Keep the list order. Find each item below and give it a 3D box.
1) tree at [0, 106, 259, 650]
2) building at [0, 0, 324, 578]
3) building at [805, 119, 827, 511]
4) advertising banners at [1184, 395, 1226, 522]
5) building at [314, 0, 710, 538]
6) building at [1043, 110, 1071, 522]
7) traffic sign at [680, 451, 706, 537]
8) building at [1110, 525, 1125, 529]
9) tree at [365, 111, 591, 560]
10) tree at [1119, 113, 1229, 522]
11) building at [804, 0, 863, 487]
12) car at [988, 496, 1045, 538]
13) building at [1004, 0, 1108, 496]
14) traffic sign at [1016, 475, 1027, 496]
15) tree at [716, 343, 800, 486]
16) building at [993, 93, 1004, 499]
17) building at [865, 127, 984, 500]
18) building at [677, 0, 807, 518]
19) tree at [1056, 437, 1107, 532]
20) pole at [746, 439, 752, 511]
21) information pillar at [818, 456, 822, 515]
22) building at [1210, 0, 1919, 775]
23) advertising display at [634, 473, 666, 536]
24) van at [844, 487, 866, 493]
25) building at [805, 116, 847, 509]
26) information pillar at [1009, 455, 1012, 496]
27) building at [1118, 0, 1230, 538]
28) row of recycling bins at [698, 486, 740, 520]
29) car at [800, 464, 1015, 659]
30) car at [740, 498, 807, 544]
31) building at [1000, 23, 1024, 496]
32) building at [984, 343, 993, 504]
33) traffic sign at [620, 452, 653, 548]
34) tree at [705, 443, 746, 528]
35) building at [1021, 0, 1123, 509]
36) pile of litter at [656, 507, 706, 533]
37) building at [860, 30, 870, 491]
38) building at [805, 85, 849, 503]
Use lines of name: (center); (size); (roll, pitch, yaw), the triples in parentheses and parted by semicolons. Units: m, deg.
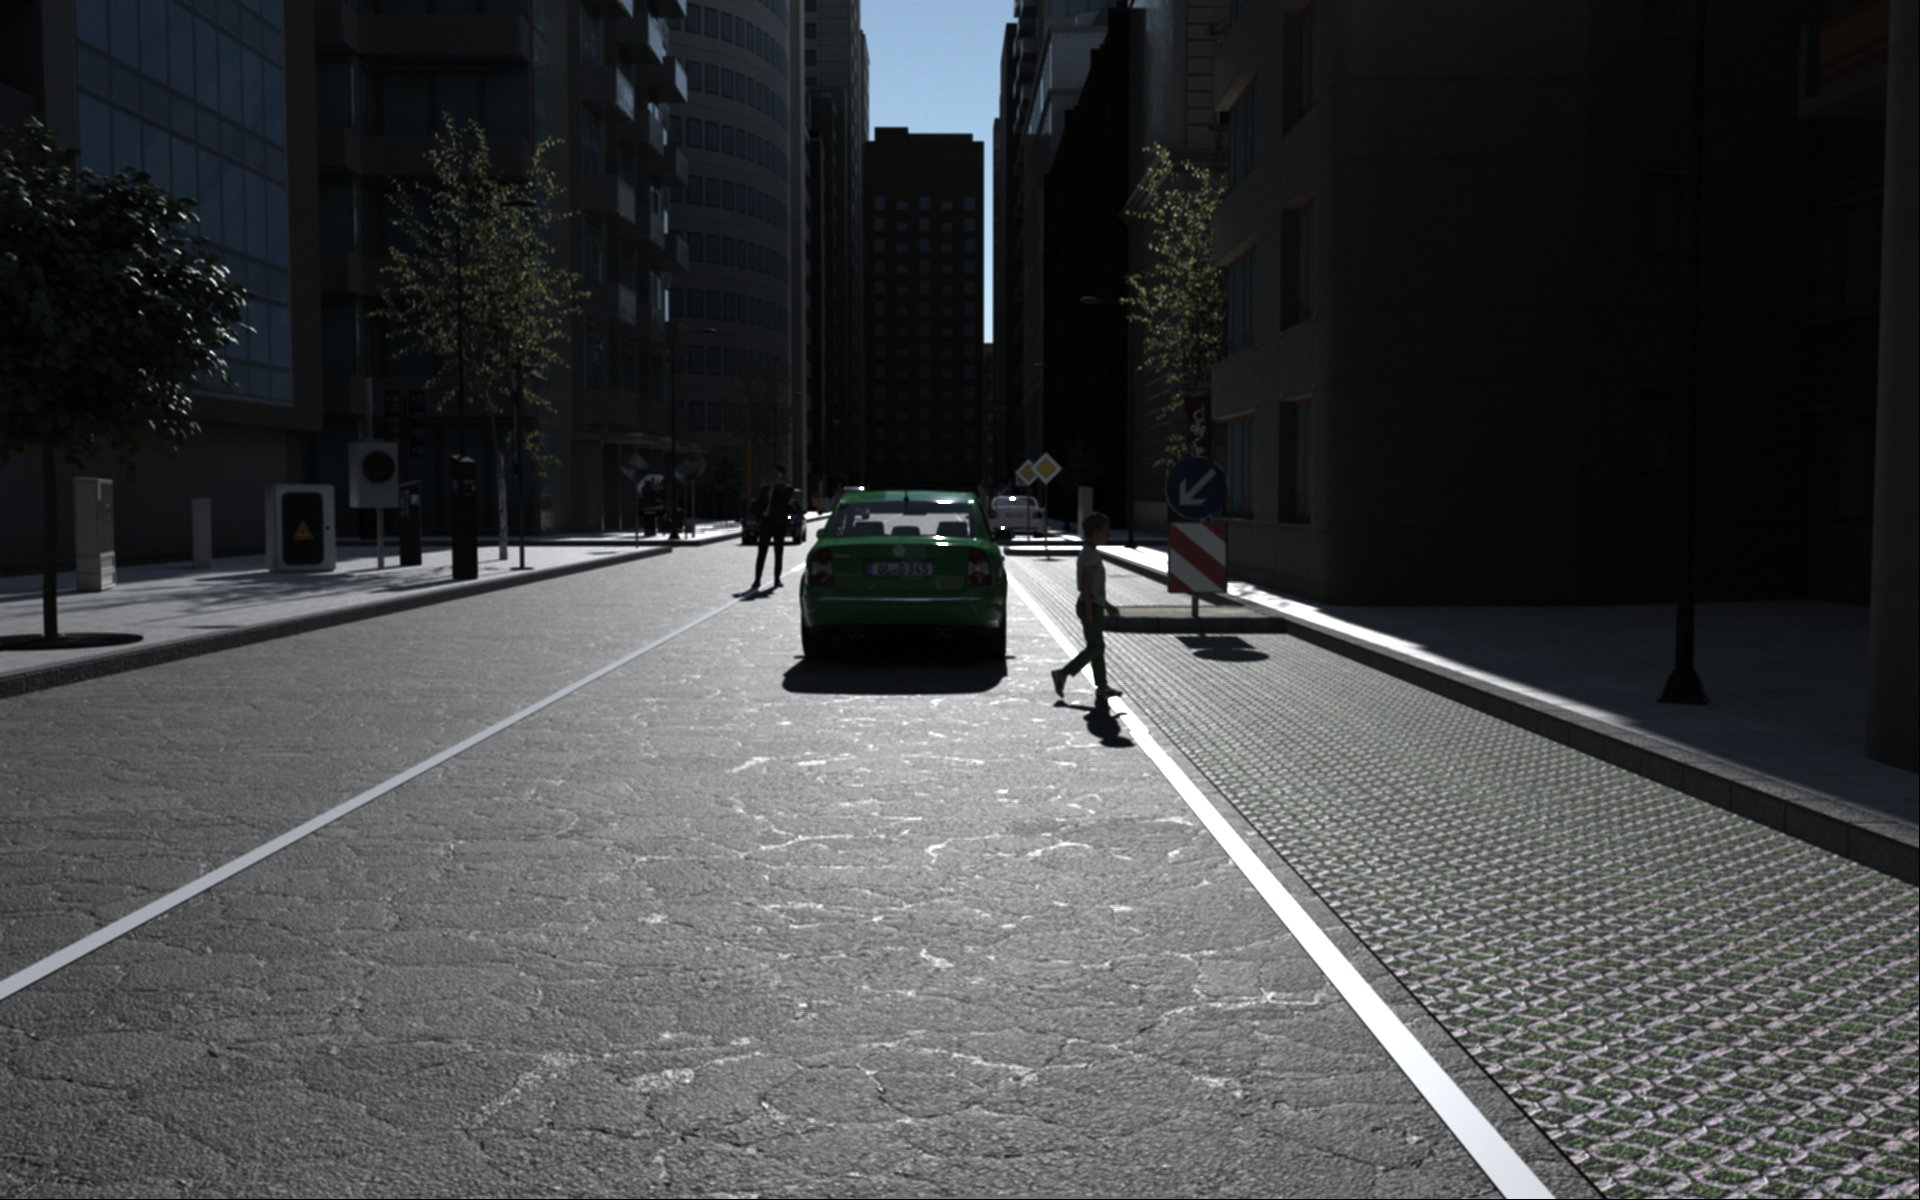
tree: (-7.784, -1.896, 14.717); (4.285, 4.588, 4.351); (0, 3, 0)
building: (-21.462, -23.304, 31.127); (14.200, 45.320, 14.600); (0, 4, -1)
building: (-17.657, -21.979, 131.056); (14.160, 30.474, 14.107); (0, 4, -1)
advertising banners: (4.849, -2.085, 30.278); (2.074, 3.025, 0.090); (2, 4, 32)
building: (-22.328, -27.135, 63.272); (23.786, 49.044, 30.456); (0, 4, -1)
building: (10.786, -15.698, 86.340); (12.332, 23.373, 15.834); (0, 4, -1)
traffic sign: (-7.889, -3.123, 51.167); (0.768, 2.556, 0.104); (0, 4, 6)
building: (11.340, -14.700, 70.024); (12.332, 23.373, 15.834); (0, 4, -1)
tree: (-8.997, -5.078, 33.395); (4.360, 8.622, 3.978); (0, 3, 0)
tree: (5.017, -5.148, 34.526); (4.360, 8.622, 3.978); (0, 3, 0)
building: (-21.407, -45.838, 187.709); (20.611, 71.187, 20.563); (0, 4, -1)
car: (1.670, -2.526, 53.661); (2.083, 1.381, 4.827); (0, 4, 1)
building: (15.773, -31.883, 140.887); (23.786, 49.044, 30.456); (0, 4, -1)
traffic sign: (3.220, -5.442, 91.114); (0.606, 2.300, 0.079); (0, 4, 4)
tree: (-9.569, -8.144, 83.515); (4.737, 8.622, 4.395); (0, 3, 0)
building: (10.993, -30.214, 177.586); (14.154, 41.232, 14.086); (0, 4, -1)
building: (-4.321, -34.532, 214.707); (14.200, 45.320, 14.600); (0, 4, -1)
building: (-20.754, -34.274, 102.373); (21.231, 58.520, 28.212); (0, 4, -1)
tree: (3.918, -3.926, 58.788); (1.663, 3.219, 1.824); (0, 3, 0)
pole: (-7.795, -4.290, 63.987); (0.158, 3.312, 0.155); (0, 3, 0)
information pillar: (-8.500, -6.978, 105.451); (0.183, 3.616, 0.504); (-1, 4, -16)
building: (18.133, -10.318, 13.736); (27.650, 21.520, 28.899); (0, 4, -1)
advertising display: (-9.543, -2.941, 53.302); (0.974, 1.923, 0.123); (0, 4, 1)
van: (-6.079, -5.618, 98.861); (2.013, 2.044, 4.112); (0, 4, 0)
building: (-26.273, -27.999, 149.668); (32.217, 40.220, 23.993); (0, 4, -1)
information pillar: (2.985, -6.815, 102.783); (0.183, 3.616, 0.504); (1, 4, 19)
building: (18.070, -15.780, 55.272); (25.104, 27.353, 12.463); (0, 4, -1)
row of recycling bins: (-12.209, -4.916, 87.487); (1.069, 1.692, 3.534); (-2, 4, -35)
car: (-0.451, -0.467, 16.433); (1.959, 1.807, 4.718); (0, 4, 1)
car: (-5.444, -2.343, 50.891); (1.945, 1.354, 3.894); (0, 4, -2)
building: (10.959, -31.383, 163.229); (14.600, 45.320, 14.200); (0, 4, -1)
building: (17.518, -23.114, 222.953); (28.899, 21.520, 27.650); (0, 4, -1)
traffic sign: (-7.656, -2.285, 41.009); (0.795, 2.450, 0.064); (0, 4, -1)
tree: (-8.808, -4.381, 66.228); (1.663, 3.219, 1.824); (0, 3, 0)
building: (10.120, -20.271, 108.916); (11.434, 29.767, 29.804); (0, 4, -1)
pile of litter: (-9.254, -2.648, 57.264); (1.719, 0.858, 1.176); (0, 4, -3)
building: (-25.585, -41.398, 218.848); (28.212, 58.520, 21.231); (0, 4, -1)
building: (-18.263, -29.673, 168.741); (14.154, 41.232, 14.086); (0, 4, -1)
